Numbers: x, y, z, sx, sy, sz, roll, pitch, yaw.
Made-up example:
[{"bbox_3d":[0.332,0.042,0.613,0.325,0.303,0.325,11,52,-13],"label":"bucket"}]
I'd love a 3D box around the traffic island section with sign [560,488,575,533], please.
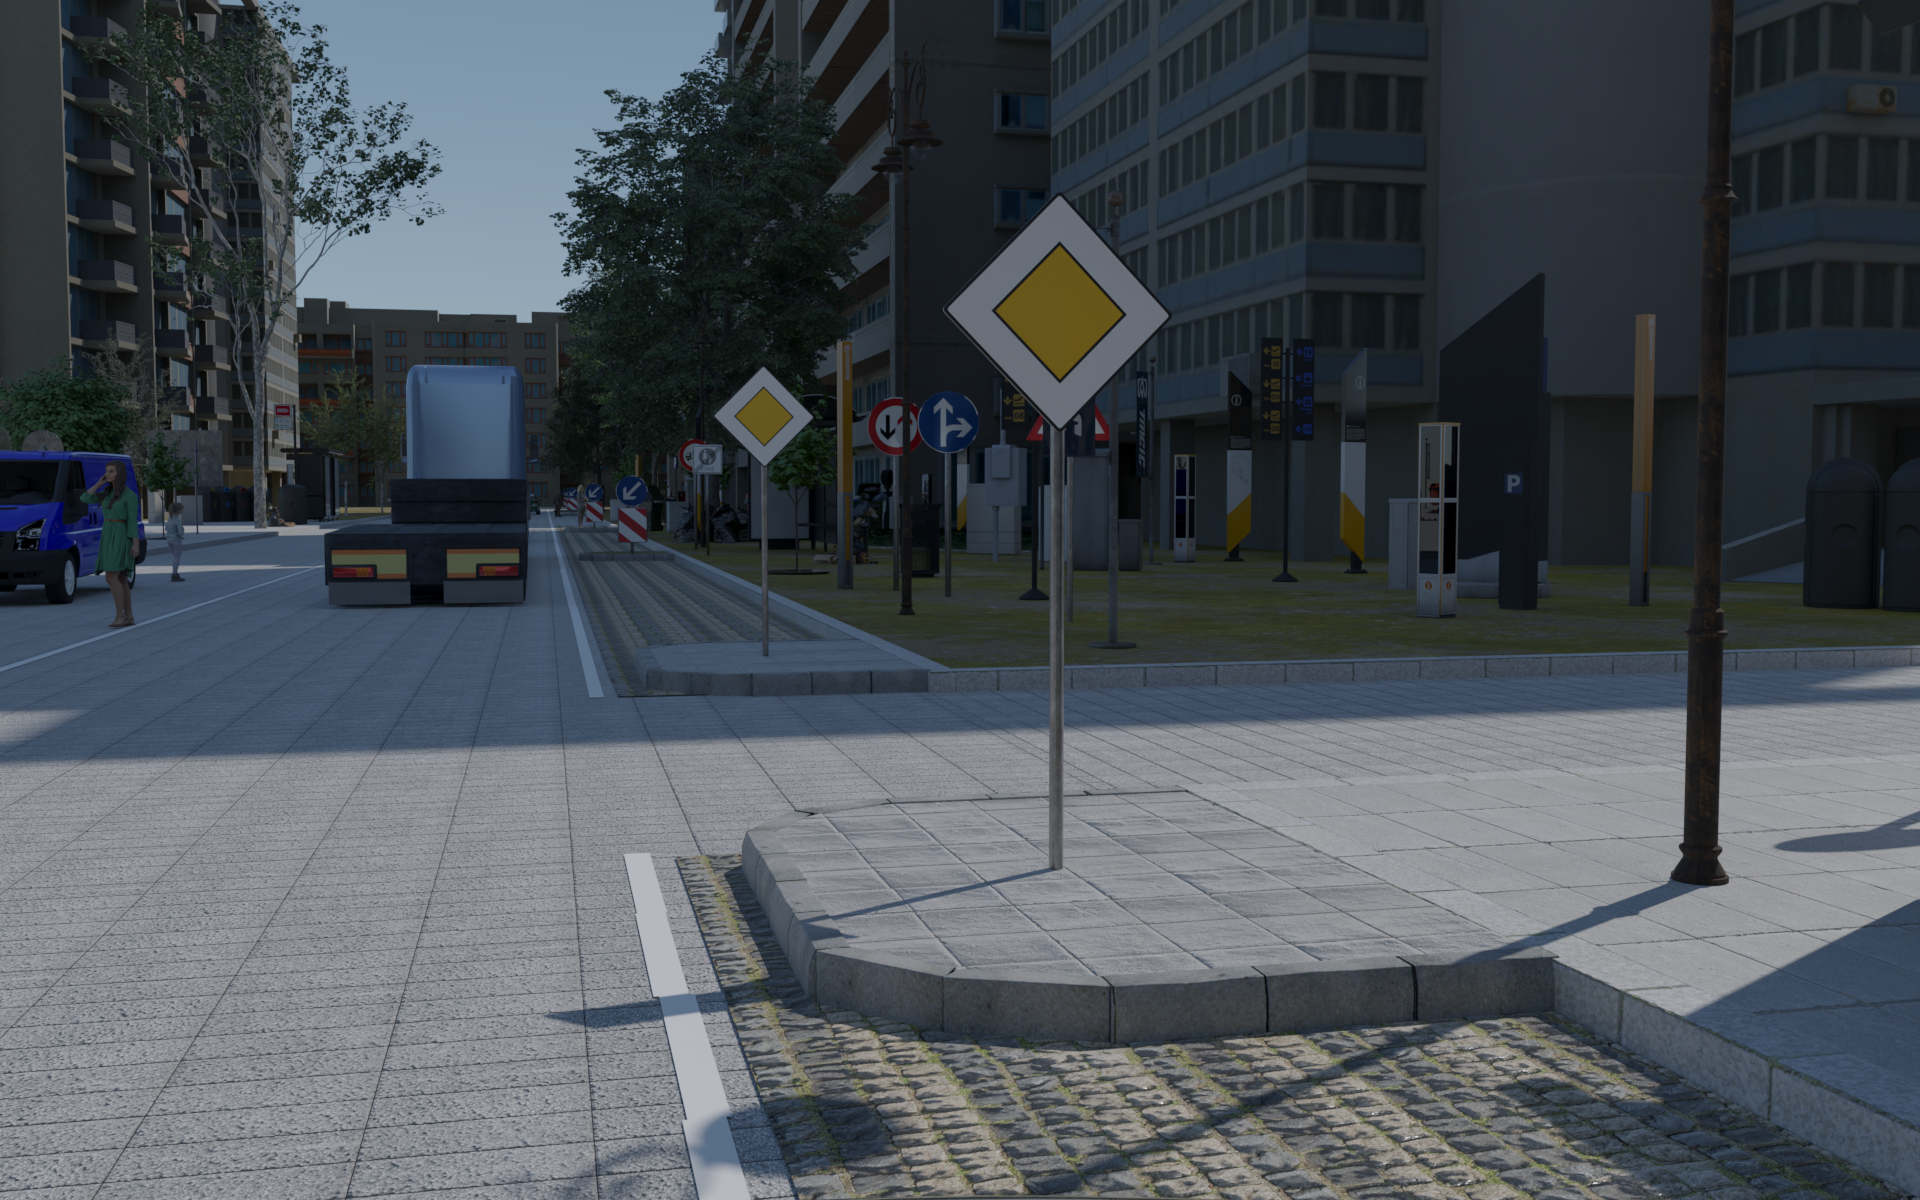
[{"bbox_3d":[-13.773,-3.423,64.599,1.989,1.847,2.006,-1,4,-13],"label":"traffic island section with sign"}]

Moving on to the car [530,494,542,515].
[{"bbox_3d":[-30.420,-6.716,121.599,2.131,1.459,4.920,-1,4,-12],"label":"car"}]

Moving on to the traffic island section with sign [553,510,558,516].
[{"bbox_3d":[-25.321,-6.363,112.659,1.989,1.847,2.006,-1,4,-13],"label":"traffic island section with sign"}]

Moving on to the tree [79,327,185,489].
[{"bbox_3d":[-37.196,-7.783,77.607,4.360,8.622,3.978,0,3,0],"label":"tree"}]

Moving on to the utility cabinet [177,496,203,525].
[{"bbox_3d":[-31.782,-3.689,71.473,0.306,1.237,1.020,2,4,28],"label":"utility cabinet"}]

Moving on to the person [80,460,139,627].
[{"bbox_3d":[-9.014,-0.601,18.572,0.600,1.795,0.529,1,4,10],"label":"person"}]

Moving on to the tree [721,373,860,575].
[{"bbox_3d":[-2.628,-2.022,27.665,1.663,3.219,1.824,0,3,0],"label":"tree"}]

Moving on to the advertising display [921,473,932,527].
[{"bbox_3d":[-1.018,-2.925,53.044,0.123,1.923,0.974,-1,4,-14],"label":"advertising display"}]

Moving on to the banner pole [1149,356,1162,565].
[{"bbox_3d":[3.357,-2.523,31.261,0.401,3.779,0.863,2,4,33],"label":"banner pole"}]

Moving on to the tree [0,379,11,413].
[{"bbox_3d":[-44.677,-7.740,76.909,4.360,8.622,3.978,0,3,0],"label":"tree"}]

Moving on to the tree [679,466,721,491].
[{"bbox_3d":[-7.978,-3.766,56.176,1.663,3.219,1.824,0,3,0],"label":"tree"}]

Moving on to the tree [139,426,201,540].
[{"bbox_3d":[-22.558,-3.315,48.805,1.663,3.219,1.824,0,3,0],"label":"tree"}]

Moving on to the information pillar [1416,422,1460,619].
[{"bbox_3d":[4.952,-0.823,17.951,0.304,2.012,0.304,-3,5,-40],"label":"information pillar"}]

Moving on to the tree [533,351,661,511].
[{"bbox_3d":[-27.610,-13.137,131.793,9.611,12.733,9.660,0,3,0],"label":"tree"}]

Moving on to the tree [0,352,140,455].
[{"bbox_3d":[-20.737,-3.443,40.001,4.285,4.588,4.351,0,3,0],"label":"tree"}]

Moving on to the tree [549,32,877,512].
[{"bbox_3d":[-7.199,-8.722,49.262,9.857,13.997,8.962,0,3,0],"label":"tree"}]

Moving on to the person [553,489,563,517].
[{"bbox_3d":[-25.100,-6.066,108.237,0.434,1.755,0.990,-3,5,-41],"label":"person"}]

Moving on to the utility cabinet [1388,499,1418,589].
[{"bbox_3d":[6.218,-0.772,23.782,0.306,1.237,1.020,3,4,36],"label":"utility cabinet"}]

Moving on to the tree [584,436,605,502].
[{"bbox_3d":[-31.939,-12.229,150.301,4.360,8.622,3.978,0,3,0],"label":"tree"}]

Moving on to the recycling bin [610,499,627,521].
[{"bbox_3d":[-16.080,-4.223,81.599,0.722,1.027,0.722,0,4,-7],"label":"recycling bin"}]

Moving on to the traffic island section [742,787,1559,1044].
[{"bbox_3d":[0.347,0.999,5.951,2.009,0.180,2.903,-1,4,-13],"label":"traffic island section"}]

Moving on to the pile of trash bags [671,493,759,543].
[{"bbox_3d":[-6.228,-2.259,46.681,1.912,1.369,3.447,1,4,22],"label":"pile of trash bags"}]

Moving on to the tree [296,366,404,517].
[{"bbox_3d":[-35.351,-9.084,98.890,4.737,8.622,4.395,0,3,0],"label":"tree"}]

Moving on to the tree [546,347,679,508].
[{"bbox_3d":[-19.726,-10.233,101.723,7.601,10.594,8.767,2,4,29],"label":"tree"}]

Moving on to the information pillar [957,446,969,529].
[{"bbox_3d":[0.083,-3.478,48.223,0.183,3.616,0.504,-2,4,-35],"label":"information pillar"}]

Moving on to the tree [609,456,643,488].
[{"bbox_3d":[-15.176,-5.157,78.924,1.663,3.219,1.824,0,3,0],"label":"tree"}]

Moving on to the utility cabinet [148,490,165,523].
[{"bbox_3d":[-35.112,-4.094,75.616,0.318,1.500,1.173,0,4,-6],"label":"utility cabinet"}]

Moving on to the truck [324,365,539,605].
[{"bbox_3d":[-8.949,-2.505,30.708,2.967,4.110,18.799,-1,4,-14],"label":"truck"}]

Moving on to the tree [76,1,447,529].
[{"bbox_3d":[-25.124,-12.787,64.957,12.611,20.169,13.585,0,3,0],"label":"tree"}]

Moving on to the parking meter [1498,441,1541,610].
[{"bbox_3d":[6.217,-0.830,19.287,0.255,1.863,0.399,-3,4,-38],"label":"parking meter"}]

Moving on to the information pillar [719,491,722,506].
[{"bbox_3d":[-12.260,-5.881,87.506,0.504,3.616,0.183,2,4,27],"label":"information pillar"}]

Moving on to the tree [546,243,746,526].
[{"bbox_3d":[-12.286,-8.841,70.305,9.928,11.665,9.643,0,3,0],"label":"tree"}]

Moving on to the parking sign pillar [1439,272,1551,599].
[{"bbox_3d":[6.693,-2.034,21.725,1.447,3.967,1.447,3,5,41],"label":"parking sign pillar"}]

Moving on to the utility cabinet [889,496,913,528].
[{"bbox_3d":[-1.696,-2.369,49.889,0.306,1.237,1.020,2,4,23],"label":"utility cabinet"}]

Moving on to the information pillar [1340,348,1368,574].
[{"bbox_3d":[6.329,-2.231,27.826,0.504,3.616,0.183,-2,4,-33],"label":"information pillar"}]

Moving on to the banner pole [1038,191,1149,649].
[{"bbox_3d":[1.059,-1.488,14.351,0.863,3.779,0.401,-1,4,-16],"label":"banner pole"}]

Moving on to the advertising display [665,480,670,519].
[{"bbox_3d":[-13.399,-4.536,79.381,0.123,1.923,0.974,0,4,-1],"label":"advertising display"}]

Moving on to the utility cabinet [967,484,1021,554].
[{"bbox_3d":[0.723,-1.715,36.720,1.173,1.500,0.318,2,4,31],"label":"utility cabinet"}]

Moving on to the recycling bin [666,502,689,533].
[{"bbox_3d":[-9.383,-2.759,57.671,0.722,1.027,0.722,-1,4,-14],"label":"recycling bin"}]

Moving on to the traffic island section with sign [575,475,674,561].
[{"bbox_3d":[-7.269,-1.774,37.637,1.989,1.847,2.006,-1,4,-13],"label":"traffic island section with sign"}]

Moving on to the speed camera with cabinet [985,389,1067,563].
[{"bbox_3d":[1.521,-2.337,32.548,2.038,3.252,0.660,1,4,19],"label":"speed camera with cabinet"}]

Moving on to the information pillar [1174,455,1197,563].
[{"bbox_3d":[4.215,-1.710,32.444,0.304,2.012,0.304,3,4,38],"label":"information pillar"}]

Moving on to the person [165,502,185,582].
[{"bbox_3d":[-12.816,-0.951,28.329,0.425,1.301,0.394,1,4,19],"label":"person"}]

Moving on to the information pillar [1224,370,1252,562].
[{"bbox_3d":[5.297,-2.542,32.917,0.504,3.616,0.183,-1,4,-18],"label":"information pillar"}]

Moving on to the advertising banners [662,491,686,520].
[{"bbox_3d":[-13.659,-5.440,85.137,2.074,3.025,0.090,-1,4,-10],"label":"advertising banners"}]

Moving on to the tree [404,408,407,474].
[{"bbox_3d":[-38.903,-10.178,116.780,4.737,8.622,4.395,0,3,0],"label":"tree"}]

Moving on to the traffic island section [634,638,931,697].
[{"bbox_3d":[-1.520,0.524,13.715,2.009,0.180,2.903,-1,4,-13],"label":"traffic island section"}]

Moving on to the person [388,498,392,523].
[{"bbox_3d":[-25.190,-4.185,77.119,0.583,1.804,0.606,1,4,14],"label":"person"}]

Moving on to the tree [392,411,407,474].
[{"bbox_3d":[-46.382,-12.052,147.406,4.360,8.622,3.978,0,3,0],"label":"tree"}]

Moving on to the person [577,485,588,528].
[{"bbox_3d":[-15.497,-3.825,71.229,0.526,1.800,0.537,3,5,45],"label":"person"}]
